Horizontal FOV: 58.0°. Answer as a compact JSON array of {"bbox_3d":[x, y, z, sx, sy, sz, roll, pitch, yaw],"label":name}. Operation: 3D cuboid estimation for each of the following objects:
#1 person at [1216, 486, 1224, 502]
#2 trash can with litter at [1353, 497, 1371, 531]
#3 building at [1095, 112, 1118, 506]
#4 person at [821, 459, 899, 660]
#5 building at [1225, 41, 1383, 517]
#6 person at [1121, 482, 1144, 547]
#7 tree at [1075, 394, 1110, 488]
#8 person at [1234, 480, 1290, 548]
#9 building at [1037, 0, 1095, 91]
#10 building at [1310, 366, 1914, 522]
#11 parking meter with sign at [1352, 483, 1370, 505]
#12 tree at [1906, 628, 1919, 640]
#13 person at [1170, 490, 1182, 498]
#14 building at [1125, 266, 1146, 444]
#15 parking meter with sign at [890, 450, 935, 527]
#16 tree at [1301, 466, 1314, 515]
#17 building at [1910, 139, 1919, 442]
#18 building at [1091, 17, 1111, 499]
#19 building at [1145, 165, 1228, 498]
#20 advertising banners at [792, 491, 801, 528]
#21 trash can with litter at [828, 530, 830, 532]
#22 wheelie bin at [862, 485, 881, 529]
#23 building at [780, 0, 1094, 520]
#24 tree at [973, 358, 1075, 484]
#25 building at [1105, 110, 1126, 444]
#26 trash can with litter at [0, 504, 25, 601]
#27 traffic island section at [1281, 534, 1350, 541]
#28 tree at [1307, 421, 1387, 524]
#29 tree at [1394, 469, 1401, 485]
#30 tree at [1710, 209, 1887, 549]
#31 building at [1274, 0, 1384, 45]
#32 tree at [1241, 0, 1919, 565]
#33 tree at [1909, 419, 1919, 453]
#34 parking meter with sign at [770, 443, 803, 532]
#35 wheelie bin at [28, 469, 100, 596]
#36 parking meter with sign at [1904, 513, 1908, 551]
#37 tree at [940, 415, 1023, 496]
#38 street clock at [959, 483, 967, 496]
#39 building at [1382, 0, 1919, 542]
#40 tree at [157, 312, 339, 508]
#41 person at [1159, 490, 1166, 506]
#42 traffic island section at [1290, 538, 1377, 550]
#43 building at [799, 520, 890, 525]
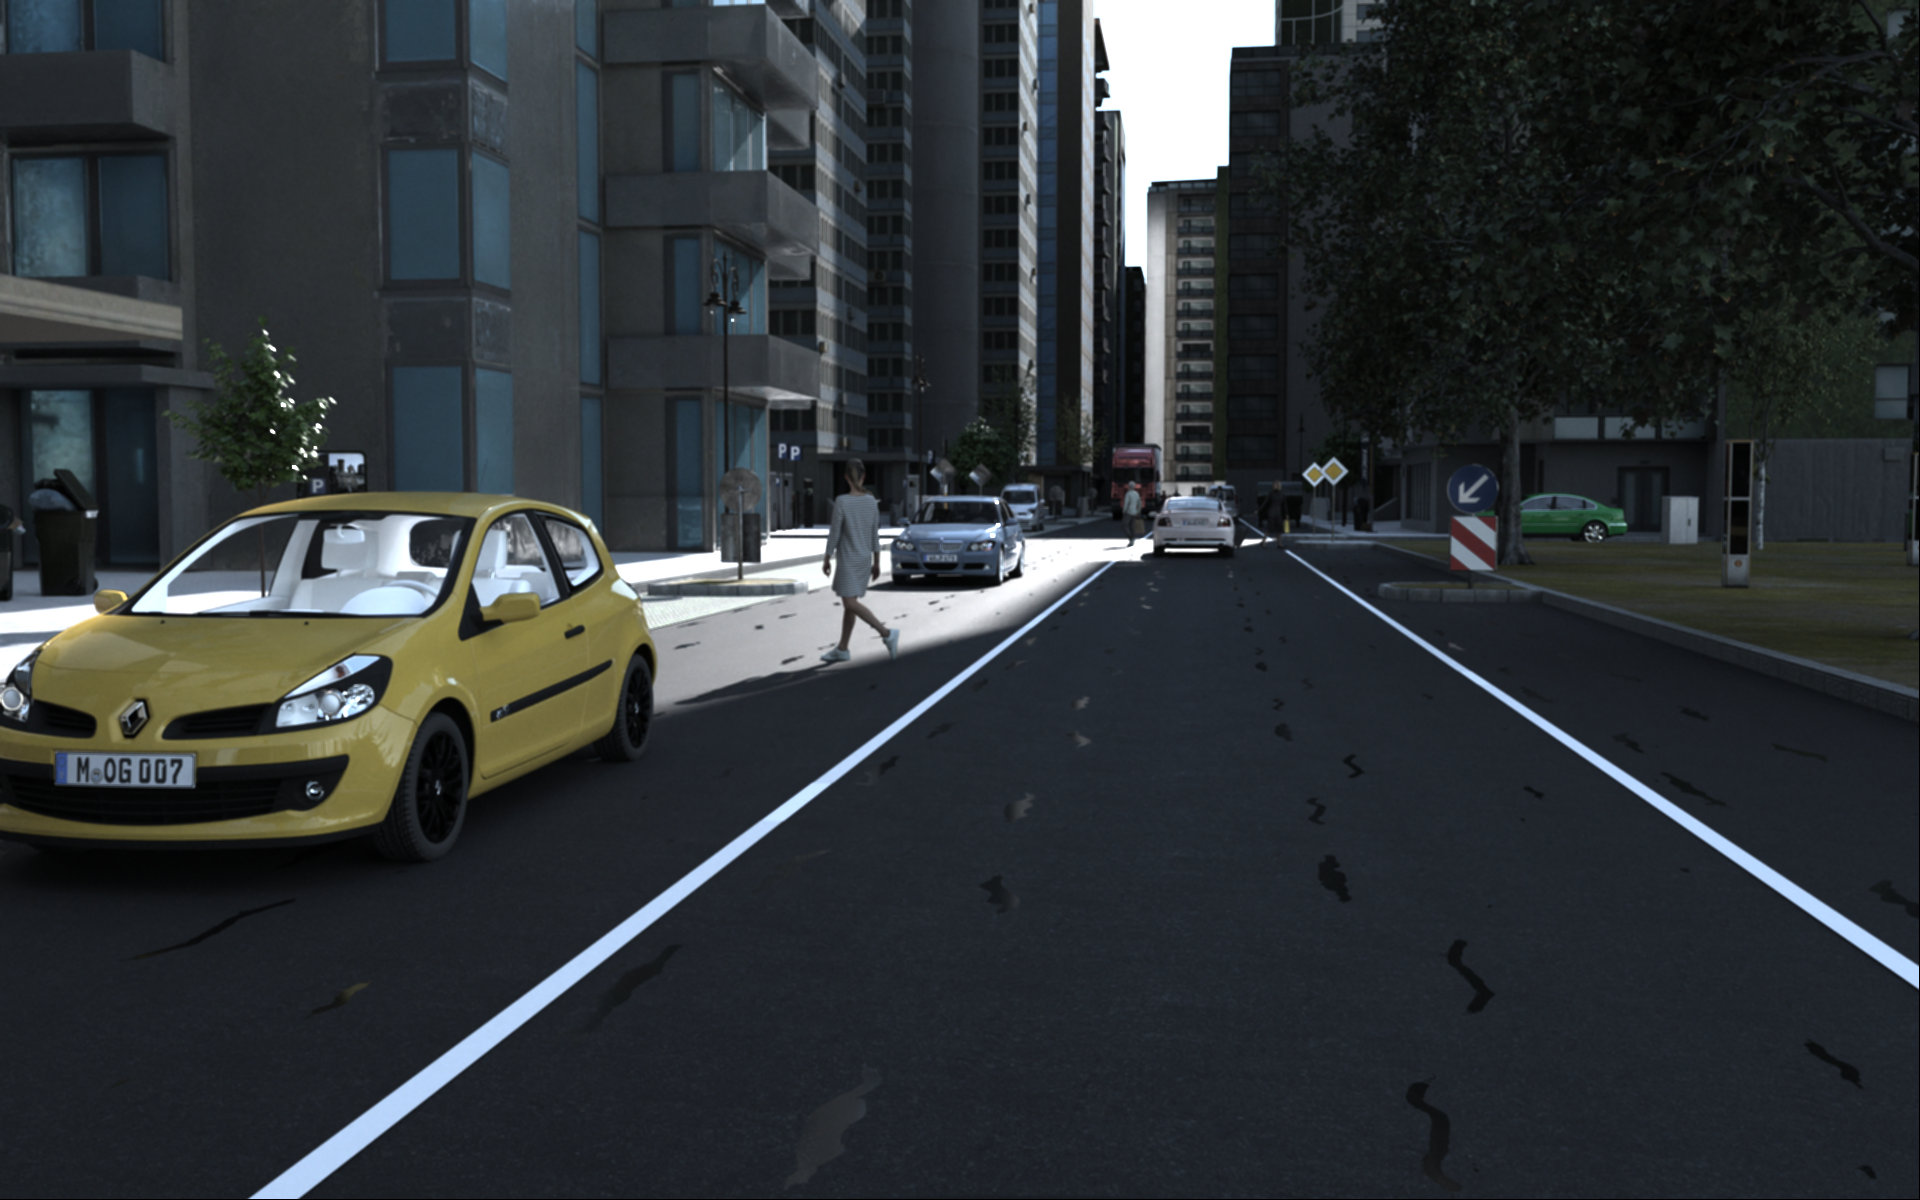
[{"bbox_3d":[12.184,-4.422,80.830,0.654,1.822,0.581,1,4,9],"label":"person"},{"bbox_3d":[14.003,-2.968,59.906,0.624,1.170,1.055,-1,4,-10],"label":"trash can with litter"},{"bbox_3d":[9.018,-30.436,181.225,14.154,41.232,14.086,0,4,8],"label":"building"},{"bbox_3d":[-0.853,-0.342,14.835,0.760,1.731,0.466,1,4,18],"label":"person"},{"bbox_3d":[24.785,-20.987,114.833,14.160,30.474,14.107,0,4,8],"label":"building"},{"bbox_3d":[4.762,-2.350,47.401,0.515,1.767,0.782,3,5,44],"label":"person"},{"bbox_3d":[8.481,-10.723,125.675,4.737,8.622,4.395,0,3,0],"label":"tree"},{"bbox_3d":[7.996,-2.275,45.906,1.509,1.804,0.699,2,4,29],"label":"person"},{"bbox_3d":[3.267,-29.816,137.607,14.600,45.320,14.200,0,4,8],"label":"building"},{"bbox_3d":[34.388,-24.092,85.788,32.217,40.220,23.993,0,4,8],"label":"building"},{"bbox_3d":[24.028,-6.476,102.142,1.738,3.016,0.543,1,4,9],"label":"parking meter with sign"},{"bbox_3d":[9.033,-5.983,14.825,9.611,12.733,9.660,0,3,0],"label":"tree"},{"bbox_3d":[19.356,-8.949,154.906,1.350,1.814,0.705,0,4,-1],"label":"person"},{"bbox_3d":[16.474,-27.455,220.596,14.107,30.474,14.160,0,4,8],"label":"building"},{"bbox_3d":[-1.895,-4.414,68.430,1.738,3.016,0.543,-1,4,-23],"label":"parking meter with sign"},{"bbox_3d":[21.154,-6.705,104.221,1.663,3.219,1.824,0,3,0],"label":"tree"},{"bbox_3d":[51.477,-28.902,61.781,27.495,52.752,28.713,0,4,8],"label":"building"},{"bbox_3d":[2.346,-30.877,159.455,22.147,44.769,28.867,0,4,8],"label":"building"},{"bbox_3d":[30.430,-32.703,218.290,14.086,41.232,14.154,0,4,8],"label":"building"},{"bbox_3d":[-6.912,-4.239,65.491,2.074,3.025,0.090,2,4,27],"label":"advertising banners"},{"bbox_3d":[-3.645,-2.908,58.607,1.678,1.210,2.233,-1,4,-12],"label":"trash can with litter"},{"bbox_3d":[-3.352,-3.370,63.011,0.980,1.594,0.693,-3,5,-43],"label":"wheelie bin"},{"bbox_3d":[-7.939,-25.567,109.896,32.217,40.220,23.993,0,4,8],"label":"building"},{"bbox_3d":[2.769,-8.696,92.549,4.737,8.622,4.395,0,3,0],"label":"tree"},{"bbox_3d":[11.577,-33.579,199.124,14.200,45.320,14.600,0,4,8],"label":"building"},{"bbox_3d":[-11.489,-0.560,20.546,0.624,1.170,1.055,-1,4,-22],"label":"trash can with litter"},{"bbox_3d":[11.083,-1.949,54.149,2.009,0.180,2.903,0,4,8],"label":"traffic island section"},{"bbox_3d":[16.842,-5.602,75.311,4.285,4.588,4.351,0,3,0],"label":"tree"},{"bbox_3d":[18.090,-4.494,68.083,1.663,3.219,1.824,0,3,0],"label":"tree"},{"bbox_3d":[18.833,-5.486,40.056,4.737,8.622,4.395,0,3,0],"label":"tree"},{"bbox_3d":[42.913,-46.017,190.623,20.563,71.187,20.611,0,4,8],"label":"building"},{"bbox_3d":[10.034,-7.005,31.542,9.611,12.733,9.660,0,3,0],"label":"tree"},{"bbox_3d":[34.961,-5.011,65.642,4.285,4.588,4.351,0,3,0],"label":"tree"},{"bbox_3d":[-6.358,-4.003,61.716,0.543,3.016,1.738,2,4,33],"label":"parking meter with sign"},{"bbox_3d":[-11.349,-0.858,21.939,0.693,1.594,0.980,-1,4,-13],"label":"wheelie bin"},{"bbox_3d":[22.020,-2.625,39.173,1.738,3.016,0.543,-3,4,-36],"label":"parking meter with sign"},{"bbox_3d":[0.988,-5.718,77.207,4.285,4.588,4.351,0,3,0],"label":"tree"},{"bbox_3d":[0.186,-4.941,85.353,0.358,2.002,0.471,-3,5,-40],"label":"street clock"},{"bbox_3d":[21.646,-22.820,56.703,14.086,41.232,14.154,0,4,8],"label":"building"},{"bbox_3d":[-7.404,-1.461,18.486,1.663,3.219,1.824,0,3,0],"label":"tree"},{"bbox_3d":[17.265,-8.465,147.625,0.721,1.743,1.217,-1,4,-22],"label":"person"},{"bbox_3d":[9.975,-1.465,46.240,2.009,0.180,2.903,0,4,8],"label":"traffic island section"},{"bbox_3d":[-17.444,-23.676,78.979,32.217,40.220,23.993,0,4,8],"label":"building"}]
